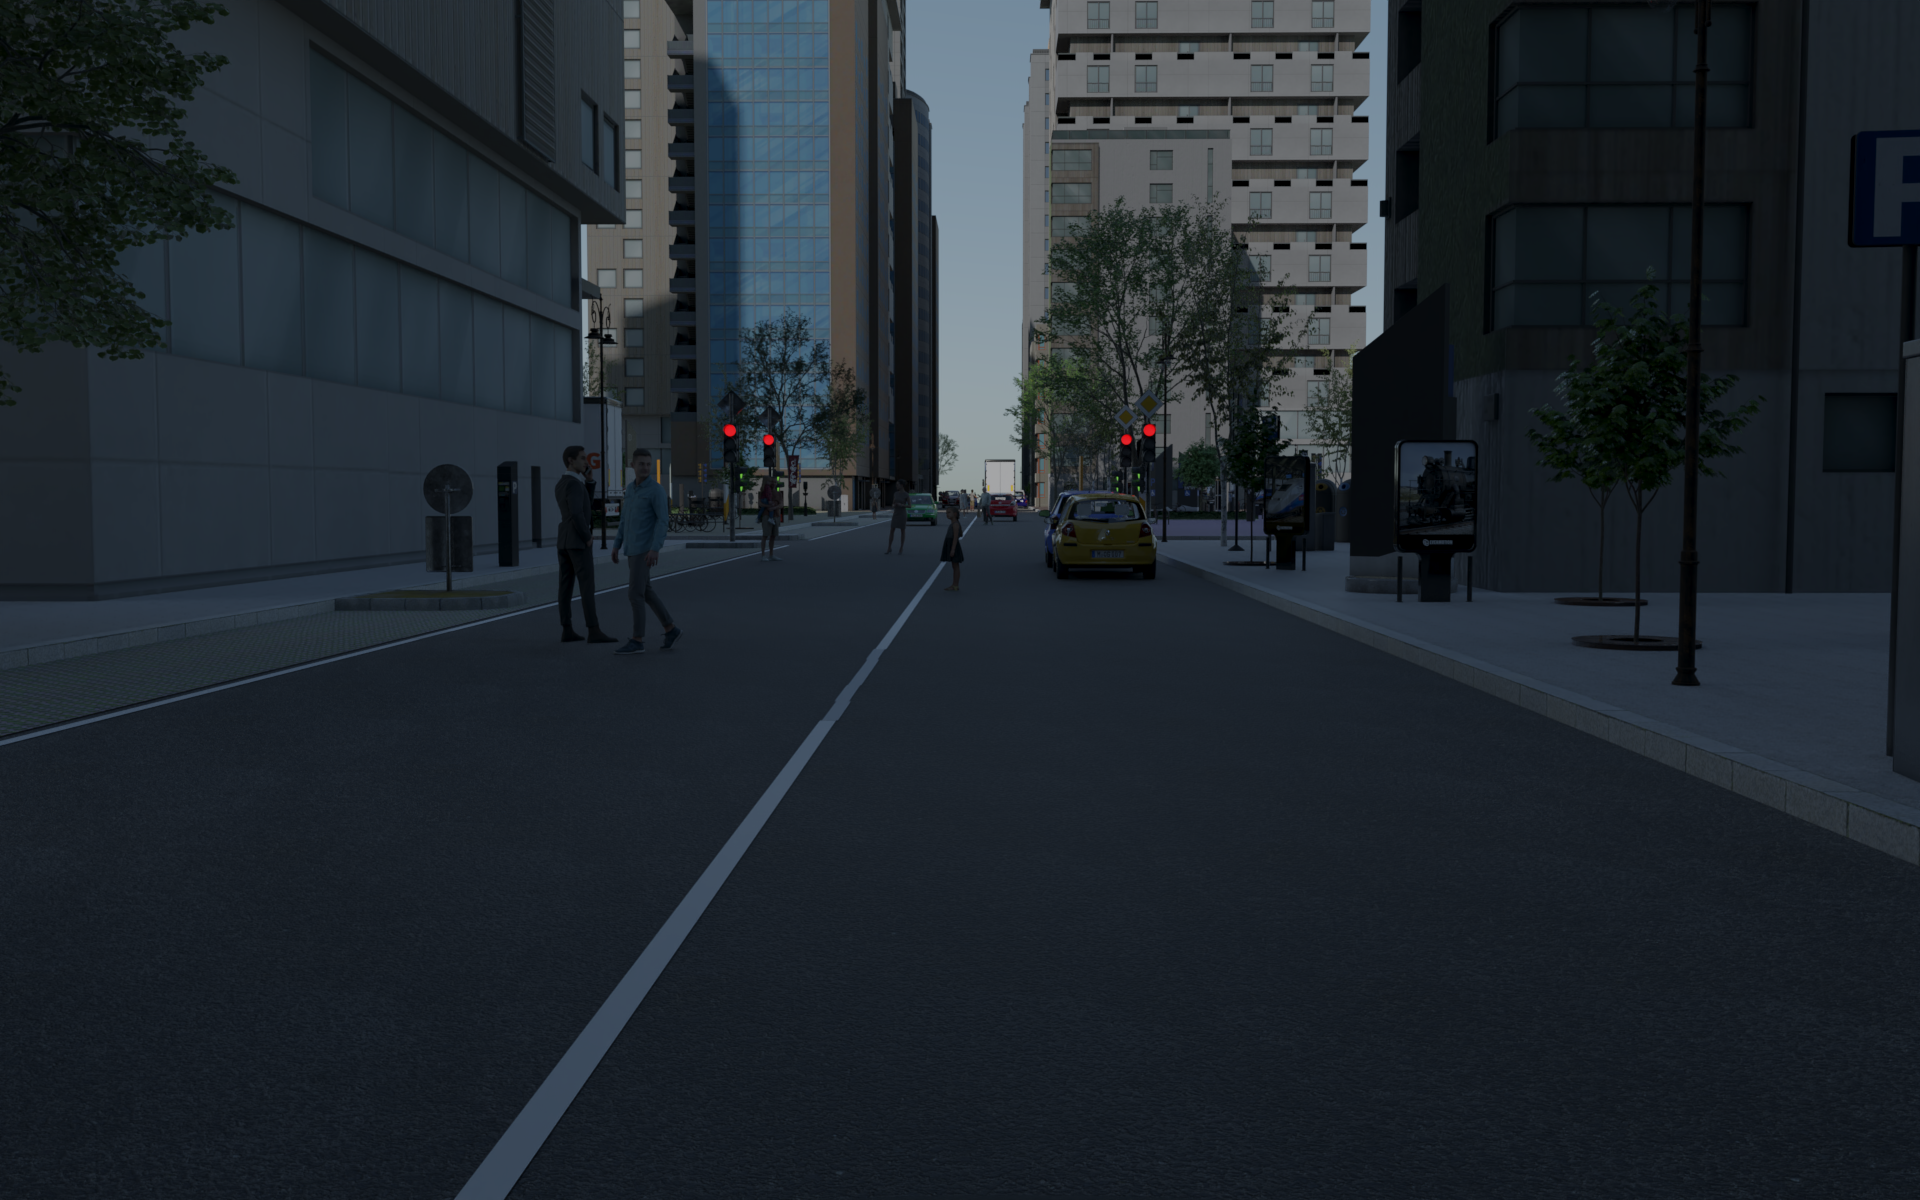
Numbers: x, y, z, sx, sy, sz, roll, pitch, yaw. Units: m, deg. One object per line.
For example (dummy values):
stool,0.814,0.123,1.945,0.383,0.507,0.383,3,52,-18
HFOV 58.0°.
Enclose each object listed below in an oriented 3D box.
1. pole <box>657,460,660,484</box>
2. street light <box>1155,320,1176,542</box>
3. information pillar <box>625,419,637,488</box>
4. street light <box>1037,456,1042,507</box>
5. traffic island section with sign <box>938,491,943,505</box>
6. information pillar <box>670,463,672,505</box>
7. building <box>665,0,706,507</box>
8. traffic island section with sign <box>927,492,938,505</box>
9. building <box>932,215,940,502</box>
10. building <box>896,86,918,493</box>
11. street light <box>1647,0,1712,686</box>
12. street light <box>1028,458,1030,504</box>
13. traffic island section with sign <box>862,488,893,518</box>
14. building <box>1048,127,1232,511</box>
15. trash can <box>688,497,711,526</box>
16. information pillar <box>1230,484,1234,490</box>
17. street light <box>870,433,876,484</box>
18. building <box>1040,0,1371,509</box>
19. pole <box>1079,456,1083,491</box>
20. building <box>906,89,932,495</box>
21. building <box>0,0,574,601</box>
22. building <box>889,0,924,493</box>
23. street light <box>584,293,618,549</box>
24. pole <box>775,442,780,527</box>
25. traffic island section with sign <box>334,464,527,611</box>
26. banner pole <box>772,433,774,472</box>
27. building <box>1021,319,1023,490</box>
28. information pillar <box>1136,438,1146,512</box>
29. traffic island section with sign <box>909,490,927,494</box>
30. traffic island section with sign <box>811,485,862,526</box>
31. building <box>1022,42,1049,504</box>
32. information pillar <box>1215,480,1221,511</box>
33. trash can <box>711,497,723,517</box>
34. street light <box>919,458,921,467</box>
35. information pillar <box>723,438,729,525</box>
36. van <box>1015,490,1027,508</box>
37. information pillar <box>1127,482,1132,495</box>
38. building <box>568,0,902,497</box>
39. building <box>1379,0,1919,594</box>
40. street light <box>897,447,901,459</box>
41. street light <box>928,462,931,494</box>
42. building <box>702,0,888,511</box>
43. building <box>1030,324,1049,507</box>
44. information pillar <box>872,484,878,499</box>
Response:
pole,-17.917,-6.679,103.052,0.158,3.312,0.155,0,3,0
street light,5.459,-4.483,46.085,0.468,5.910,1.993,0,4,1
information pillar,-10.352,-3.861,54.478,0.183,3.616,0.504,2,4,27
street light,7.921,-12.178,171.905,0.468,5.910,1.993,0,4,1
traffic island section with sign,-2.569,-13.934,236.445,1.989,1.847,2.006,0,4,1
information pillar,-21.613,-8.451,129.532,0.183,3.616,0.504,-1,4,-19
building,-14.584,-29.749,136.505,14.600,45.320,14.200,0,4,1
traffic island section with sign,-3.623,-10.530,180.786,1.989,1.847,2.006,0,4,1
building,-10.396,-37.907,269.892,14.600,45.320,14.200,0,4,1
building,-11.885,-33.179,192.585,14.600,45.320,14.200,0,4,1
street light,4.881,-2.366,11.468,0.468,5.910,1.993,0,4,1
street light,8.865,-15.192,221.182,0.468,5.910,1.993,0,4,1
traffic island section with sign,-5.069,-5.871,104.623,1.989,1.847,2.006,0,4,1
building,14.165,-22.555,140.475,14.160,30.474,14.107,0,4,1
trash can,-10.436,-3.491,68.739,0.748,1.137,0.748,0,3,0
information pillar,16.159,-6.815,102.782,0.183,3.616,0.504,-1,4,-12
street light,-6.641,-9.733,131.916,0.468,5.910,1.993,0,4,1
building,22.046,-34.934,160.412,28.713,52.752,27.495,0,4,1
pole,6.497,-6.060,92.916,0.158,3.312,0.155,0,3,0
building,-14.996,-43.187,248.101,21.231,58.520,28.212,0,4,1
building,-22.323,-27.152,33.181,27.495,52.752,28.713,0,4,1
building,-15.125,-48.005,223.137,20.563,71.187,20.611,0,4,1
street light,-8.269,-4.114,40.051,0.468,5.910,1.993,0,4,1
pole,-7.184,-4.542,68.111,0.158,3.312,0.155,0,3,0
traffic island section with sign,-6.642,-0.822,22.061,1.989,1.847,2.006,0,4,1
banner pole,-7.682,-4.945,70.874,0.401,3.779,0.863,-1,4,-15
building,17.011,-31.209,281.960,14.160,30.474,14.107,0,4,1
information pillar,6.788,-4.459,64.256,0.504,3.616,0.183,0,4,3
traffic island section with sign,-4.158,-8.831,153.014,1.989,1.847,2.006,0,4,1
traffic island section with sign,-5.590,-4.219,77.612,1.989,1.847,2.006,0,4,1
building,19.627,-42.160,231.315,21.231,58.520,28.212,0,4,1
information pillar,13.367,-5.187,89.302,0.304,2.012,0.304,-1,4,-12
trash can,-13.557,-5.124,95.434,0.748,1.137,0.748,0,3,0
street light,-4.973,-14.789,214.592,0.468,5.910,1.993,0,4,1
information pillar,-9.843,-4.985,72.860,0.183,3.616,0.504,0,4,8
van,5.762,-10.203,173.824,2.013,2.044,4.112,0,4,1
information pillar,10.428,-6.234,106.414,0.304,2.012,0.304,1,4,17
building,-20.608,-35.605,171.380,28.713,52.752,27.495,0,4,1
building,14.194,-15.696,28.325,14.160,30.474,14.107,0,4,1
street light,-5.866,-11.835,166.285,0.468,5.910,1.993,0,4,1
street light,-4.384,-16.860,248.445,0.468,5.910,1.993,0,4,1
building,-13.557,-30.615,150.661,14.600,45.320,14.200,0,4,1
building,21.840,-21.131,190.537,27.650,21.520,28.899,0,4,1
information pillar,-6.283,-7.550,127.928,0.304,2.012,0.304,-2,4,-32
